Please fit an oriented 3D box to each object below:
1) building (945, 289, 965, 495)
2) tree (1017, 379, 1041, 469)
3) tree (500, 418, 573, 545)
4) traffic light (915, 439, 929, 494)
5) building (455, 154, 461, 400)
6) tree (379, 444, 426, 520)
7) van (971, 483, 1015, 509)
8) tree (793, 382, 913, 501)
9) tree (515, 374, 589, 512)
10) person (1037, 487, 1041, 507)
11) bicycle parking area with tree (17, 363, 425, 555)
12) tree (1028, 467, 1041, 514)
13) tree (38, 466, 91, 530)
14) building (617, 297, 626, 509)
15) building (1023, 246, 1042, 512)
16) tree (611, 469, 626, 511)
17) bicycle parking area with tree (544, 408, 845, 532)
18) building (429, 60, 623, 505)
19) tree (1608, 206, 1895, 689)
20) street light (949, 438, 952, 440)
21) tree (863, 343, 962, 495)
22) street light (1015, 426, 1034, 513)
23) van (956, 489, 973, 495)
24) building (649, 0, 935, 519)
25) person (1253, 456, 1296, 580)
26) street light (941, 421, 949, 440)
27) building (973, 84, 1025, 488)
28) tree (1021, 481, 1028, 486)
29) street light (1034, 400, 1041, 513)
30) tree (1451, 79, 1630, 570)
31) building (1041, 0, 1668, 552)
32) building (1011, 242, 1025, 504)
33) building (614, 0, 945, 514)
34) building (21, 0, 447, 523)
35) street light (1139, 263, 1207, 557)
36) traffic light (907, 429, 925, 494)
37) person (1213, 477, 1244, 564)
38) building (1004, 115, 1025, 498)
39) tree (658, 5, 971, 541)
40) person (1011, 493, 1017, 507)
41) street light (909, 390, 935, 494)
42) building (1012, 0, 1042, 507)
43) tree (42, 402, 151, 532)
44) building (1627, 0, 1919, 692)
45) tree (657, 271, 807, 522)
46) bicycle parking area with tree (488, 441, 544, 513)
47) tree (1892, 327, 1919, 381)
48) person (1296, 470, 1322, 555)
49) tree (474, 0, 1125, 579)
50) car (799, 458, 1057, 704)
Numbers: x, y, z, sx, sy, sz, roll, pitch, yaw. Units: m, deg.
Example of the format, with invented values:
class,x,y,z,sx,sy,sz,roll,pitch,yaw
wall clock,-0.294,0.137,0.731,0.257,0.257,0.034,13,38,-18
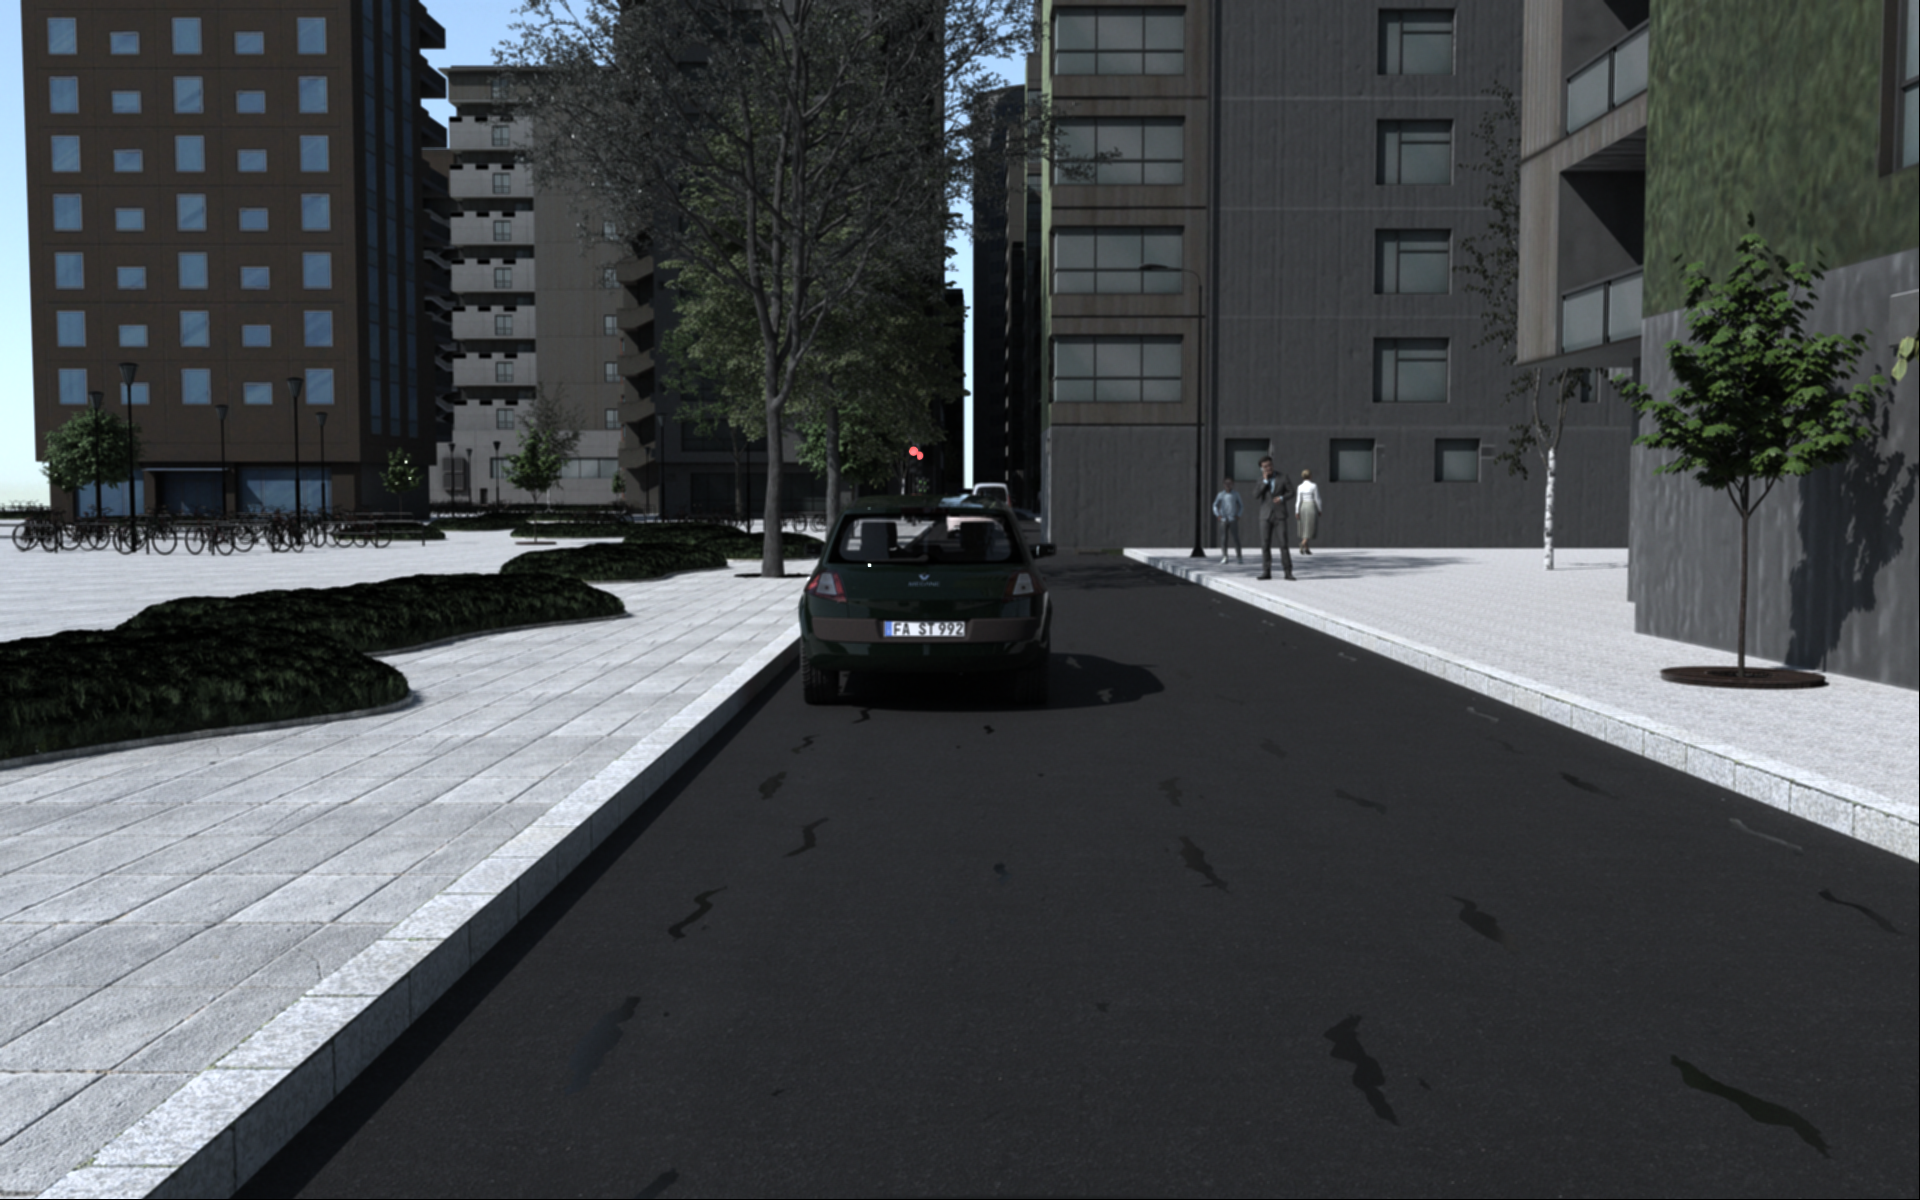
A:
class,x,y,z,sx,sy,sz,roll,pitch,yaw
building,-6.335,-28.842,243.268,14.107,30.474,14.160,0,4,0
tree,5.744,-9.647,108.088,4.360,8.622,3.978,0,3,0
tree,-10.909,-3.038,44.267,1.663,3.219,1.824,0,3,0
traffic light,-1.788,-5.382,76.919,0.839,4.253,0.868,0,4,0
building,-69.110,-34.895,220.648,14.200,45.320,14.600,0,4,0
tree,-21.279,-4.338,65.536,1.663,3.219,1.824,0,3,0
van,1.156,-3.685,67.266,2.013,2.044,4.112,0,4,-1
tree,-3.050,-4.047,49.883,4.285,4.588,4.351,0,3,0
tree,-24.982,-9.525,106.097,4.360,8.622,3.978,0,3,0
person,4.882,-5.697,99.863,0.731,1.740,0.598,-2,4,-25
bicycle parking area with tree,-17.430,-3.273,40.520,9.016,4.147,8.231,2,4,33
tree,5.798,-7.354,114.847,1.663,3.219,1.824,0,3,0
tree,-32.098,-4.155,62.538,1.663,3.219,1.824,0,3,0
building,-16.198,-19.676,166.740,27.650,21.520,28.899,0,4,0
building,19.220,-17.760,135.411,27.650,21.520,28.899,0,4,0
tree,-25.989,-8.353,131.171,1.663,3.219,1.824,0,3,0
bicycle parking area with tree,-8.679,-4.451,59.771,9.016,4.147,8.231,-2,4,-29
building,-47.977,-38.177,213.433,27.495,52.752,28.713,0,4,0
tree,5.226,-1.050,11.773,1.663,3.219,1.824,0,3,0
street light,-1.405,-10.519,144.522,1.470,5.913,1.316,0,4,0
tree,-2.845,-8.068,82.275,4.737,8.622,4.395,0,3,0
street light,4.582,-8.945,118.785,1.470,5.913,1.316,0,4,0
van,0.655,-11.902,198.989,2.240,2.365,5.245,0,4,2
building,-8.486,-19.663,93.193,14.160,30.474,14.107,0,4,0
person,4.699,-1.223,25.839,0.655,1.846,0.447,1,4,17
street light,-1.621,-8.445,110.615,1.470,5.913,1.316,0,4,0
building,15.964,-43.000,245.044,28.212,58.520,21.231,0,4,0
tree,6.464,-9.791,154.685,1.663,3.219,1.824,0,3,0
street light,4.566,-6.910,85.512,1.470,5.913,1.316,0,4,0
tree,10.167,-4.822,29.205,4.360,8.622,3.978,0,3,0
building,9.170,-22.191,46.414,14.154,41.232,14.086,0,4,0
building,12.811,-26.150,199.259,14.160,30.474,14.107,0,4,0
building,-11.822,-30.260,118.460,21.300,48.544,21.600,0,4,0
building,-33.278,-26.376,81.353,14.200,45.320,14.600,0,4,0
street light,4.297,-3.822,35.028,1.470,5.913,1.316,0,4,0
traffic light,-1.818,-4.894,68.934,0.839,4.253,0.868,0,4,0
person,4.932,-1.466,31.821,0.589,1.601,0.330,1,4,19
building,16.408,-36.271,216.734,21.300,48.544,21.600,0,4,0
tree,-3.437,-7.524,41.138,7.486,12.596,7.792,0,3,0
person,5.321,-9.771,168.981,0.799,1.438,0.628,2,4,29
street light,-1.698,-6.410,77.343,1.470,5.913,1.316,0,4,0
building,16.031,-45.402,180.581,20.563,71.187,20.611,0,4,0
tree,-29.400,-4.615,59.170,4.285,4.588,4.351,0,3,0
building,13.270,-20.358,16.444,14.154,41.232,14.086,0,4,0
tree,-10.475,-9.492,80.943,9.928,11.665,9.643,0,3,0
bicycle parking area with tree,-26.832,-6.684,96.281,9.016,4.147,8.231,-2,4,-30
tree,5.122,-3.402,5.987,4.737,8.622,4.395,0,3,0
person,7.311,-1.850,36.519,0.478,1.798,0.641,3,5,44
tree,-2.755,-7.088,26.255,12.009,13.543,11.850,0,3,0
car,-0.236,-0.211,13.231,2.009,1.686,4.222,0,4,0
